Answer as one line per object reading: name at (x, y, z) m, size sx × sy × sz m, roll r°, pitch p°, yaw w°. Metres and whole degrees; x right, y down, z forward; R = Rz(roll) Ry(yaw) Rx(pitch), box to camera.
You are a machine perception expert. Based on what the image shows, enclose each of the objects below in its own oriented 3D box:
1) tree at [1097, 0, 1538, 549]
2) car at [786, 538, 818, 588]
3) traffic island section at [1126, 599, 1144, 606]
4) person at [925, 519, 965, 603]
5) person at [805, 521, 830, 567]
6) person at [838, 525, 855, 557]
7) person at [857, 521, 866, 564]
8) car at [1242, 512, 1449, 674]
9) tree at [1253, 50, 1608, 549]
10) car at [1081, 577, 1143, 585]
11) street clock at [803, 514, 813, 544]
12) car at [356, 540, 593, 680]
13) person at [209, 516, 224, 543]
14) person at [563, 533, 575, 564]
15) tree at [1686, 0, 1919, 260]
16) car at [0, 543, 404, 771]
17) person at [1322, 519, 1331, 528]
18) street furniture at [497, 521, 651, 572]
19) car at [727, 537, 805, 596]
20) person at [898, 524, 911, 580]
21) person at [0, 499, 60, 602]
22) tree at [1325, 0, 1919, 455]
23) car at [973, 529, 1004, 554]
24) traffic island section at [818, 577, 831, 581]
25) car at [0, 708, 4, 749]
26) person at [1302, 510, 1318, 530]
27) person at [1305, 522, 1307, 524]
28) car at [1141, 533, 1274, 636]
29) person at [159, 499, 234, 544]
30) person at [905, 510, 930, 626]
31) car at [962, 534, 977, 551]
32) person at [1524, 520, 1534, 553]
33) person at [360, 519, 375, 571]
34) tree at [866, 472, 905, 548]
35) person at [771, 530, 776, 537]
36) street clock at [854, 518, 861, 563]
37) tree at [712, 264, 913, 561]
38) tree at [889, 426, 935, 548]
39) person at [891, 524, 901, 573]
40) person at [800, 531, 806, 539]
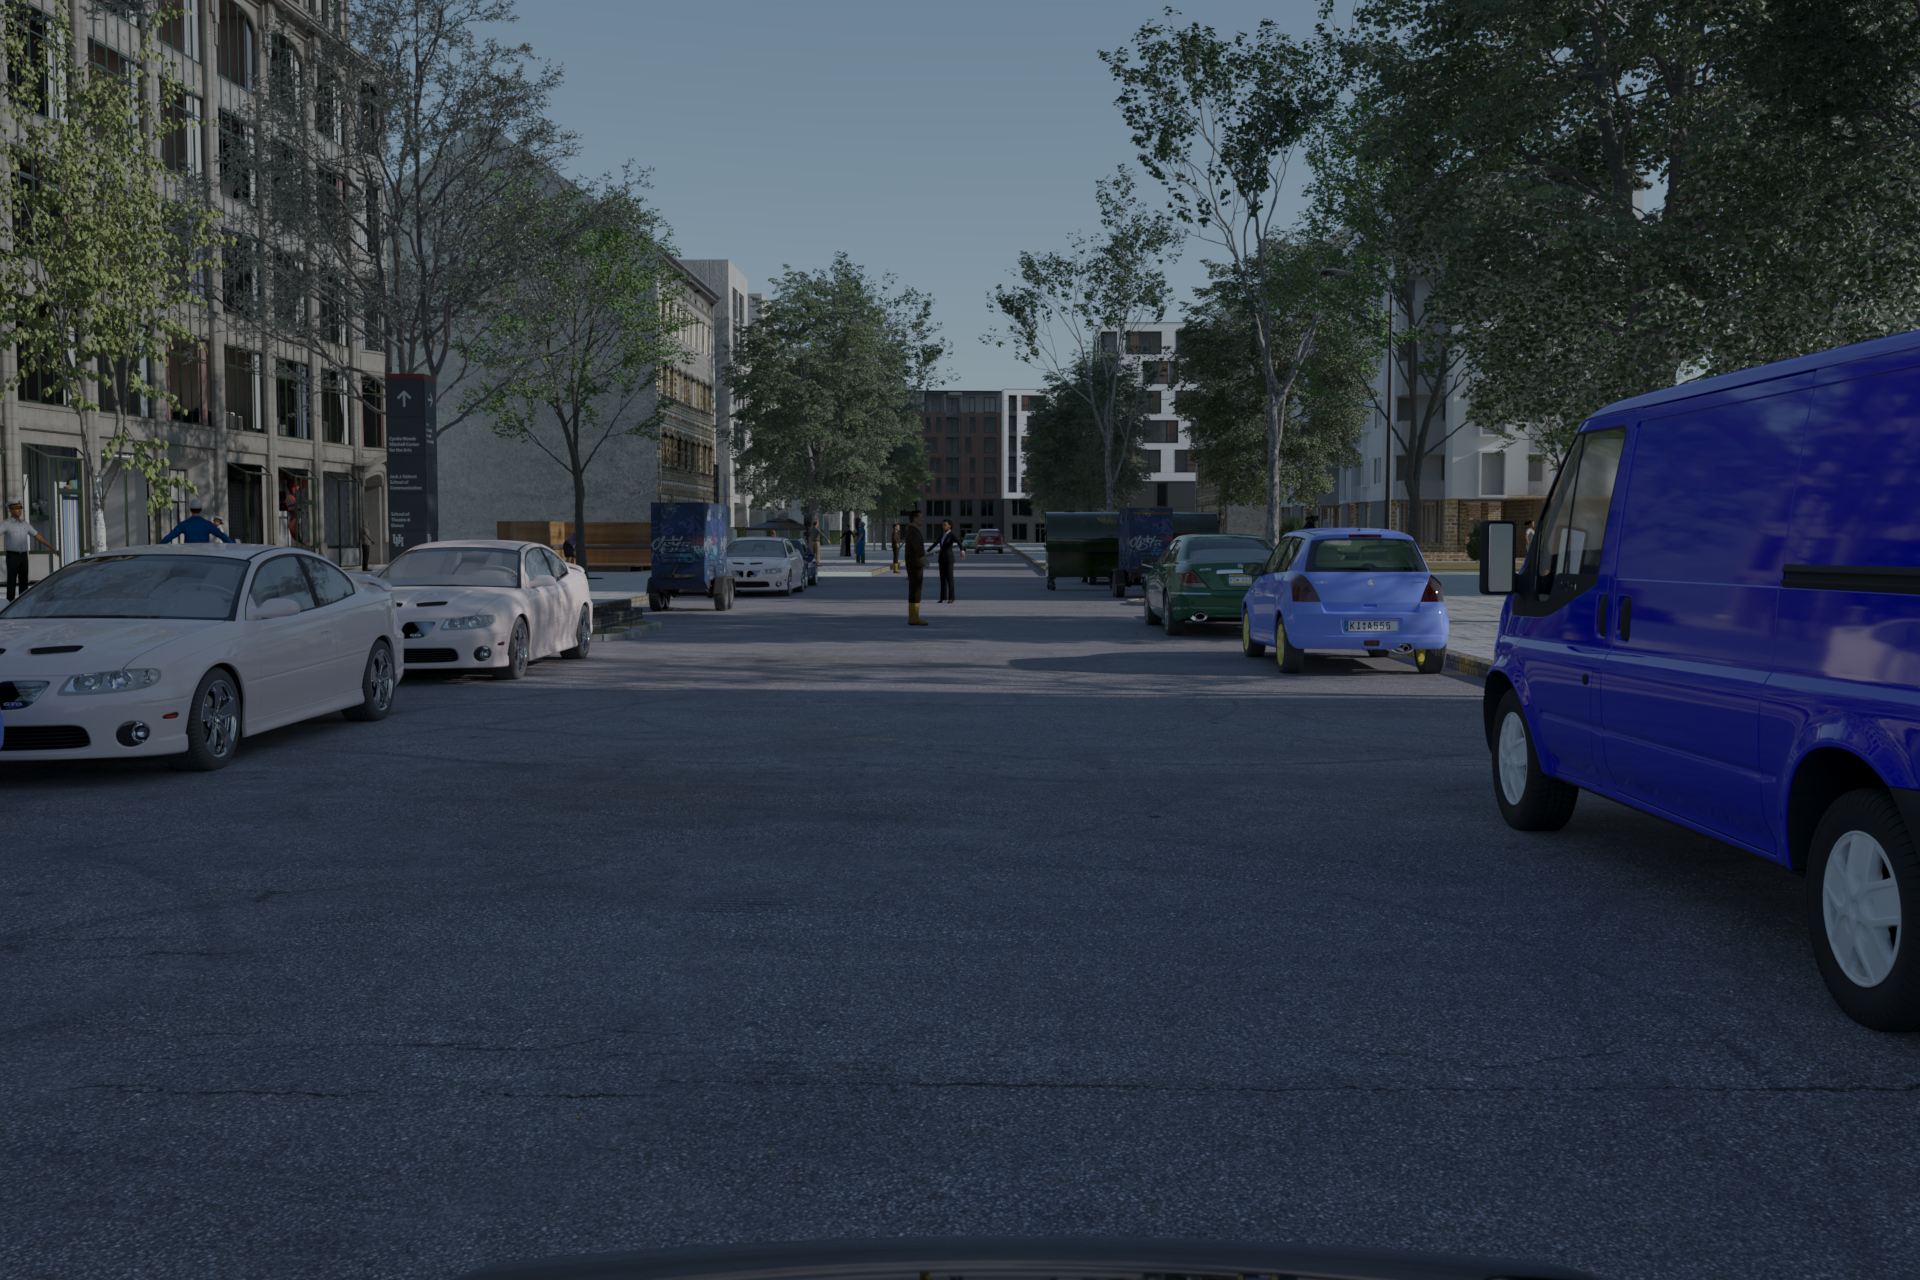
tree at (11.052, -12.149, 54.523) m, size 12.611 × 20.169 × 13.585 m, roll 0°, pitch 3°, yaw 0°
car at (-4.865, -2.097, 46.872) m, size 1.945 × 1.354 × 3.894 m, roll 0°, pitch 4°, yaw 1°
traffic island section at (4.411, -0.759, 35.277) m, size 1.991 × 0.108 × 1.994 m, roll 0°, pitch 4°, yaw 1°
person at (-0.329, -1.631, 35.848) m, size 1.216 × 1.740 × 0.721 m, roll 3°, pitch 5°, yaw 44°
person at (-5.656, -3.780, 68.082) m, size 1.348 × 1.796 × 0.705 m, roll 3°, pitch 4°, yaw 37°
person at (-6.386, -5.641, 98.423) m, size 1.347 × 1.806 × 0.705 m, roll 3°, pitch 5°, yaw 43°
person at (-4.177, -4.117, 73.437) m, size 0.704 × 1.817 × 1.347 m, roll 0°, pitch 4°, yaw 4°
car at (4.143, -0.581, 19.092) m, size 1.945 × 1.707 × 3.694 m, roll 0°, pitch 4°, yaw 1°
tree at (9.995, -6.848, 37.725) m, size 9.928 × 11.665 × 9.643 m, roll 0°, pitch 3°, yaw 0°
car at (4.495, -2.515, 50.158) m, size 2.155 × 1.783 × 4.494 m, roll 0°, pitch 4°, yaw 0°
street clock at (-5.383, -3.466, 61.246) m, size 0.358 × 2.002 × 0.471 m, roll 0°, pitch 4°, yaw 3°
car at (-5.231, -0.378, 18.549) m, size 2.083 × 1.381 × 4.827 m, roll 0°, pitch 4°, yaw 1°
person at (-20.047, -2.455, 46.602) m, size 0.721 × 1.778 × 1.216 m, roll -2°, pitch 4°, yaw -35°
person at (-12.329, -2.810, 55.221) m, size 0.697 × 1.427 × 0.421 m, roll 2°, pitch 4°, yaw 27°
tree at (9.540, -4.879, 14.188) m, size 7.601 × 10.594 × 8.767 m, roll -2°, pitch 4°, yaw -23°
car at (-5.381, 0.023, 11.987) m, size 2.083 × 1.381 × 4.827 m, roll 0°, pitch 4°, yaw 1°
person at (11.229, -2.830, 53.048) m, size 1.217 × 1.736 × 0.721 m, roll 1°, pitch 4°, yaw 22°
street furniture at (-13.986, -3.444, 63.156) m, size 11.010 × 1.723 × 9.812 m, roll 1°, pitch 4°, yaw 8°
car at (-4.804, -1.777, 41.414) m, size 2.083 × 1.381 × 4.827 m, roll 0°, pitch 4°, yaw 1°
person at (-1.650, -2.721, 53.742) m, size 0.721 × 1.733 × 1.217 m, roll 1°, pitch 4°, yaw 21°
person at (-15.372, -1.375, 28.267) m, size 0.704 × 1.855 × 1.343 m, roll 2°, pitch 4°, yaw 26°
tree at (10.036, -7.206, 24.480) m, size 9.857 × 13.997 × 8.962 m, roll 0°, pitch 3°, yaw 0°
car at (2.105, -7.198, 126.358) m, size 2.281 × 1.827 × 5.304 m, roll 0°, pitch 3°, yaw 0°
traffic island section at (-4.994, -1.864, 53.337) m, size 1.991 × 0.108 × 1.994 m, roll 0°, pitch 4°, yaw 1°
car at (-5.770, 0.143, 7.260) m, size 1.945 × 1.707 × 3.694 m, roll 0°, pitch 4°, yaw 1°
person at (8.166, -2.097, 40.155) m, size 0.704 × 1.845 × 1.351 m, roll 2°, pitch 4°, yaw 27°
person at (16.464, -4.677, 82.243) m, size 0.705 × 1.856 × 1.354 m, roll 2°, pitch 4°, yaw 32°
car at (3.823, -0.859, 25.849) m, size 2.131 × 1.459 × 4.920 m, roll 0°, pitch 4°, yaw 0°
person at (-12.162, -1.329, 27.610) m, size 1.347 × 1.842 × 0.705 m, roll -2°, pitch 4°, yaw -24°
person at (-0.671, -1.140, 27.234) m, size 0.704 × 1.812 × 1.346 m, roll -1°, pitch 4°, yaw -8°
car at (1.121, -8.280, 144.171) m, size 1.959 × 1.807 × 4.718 m, roll 0°, pitch 4°, yaw 1°
person at (18.733, -3.048, 56.609) m, size 0.721 × 1.739 × 1.217 m, roll 3°, pitch 4°, yaw 38°
person at (-20.409, -3.267, 59.551) m, size 0.705 × 1.813 × 1.348 m, roll -2°, pitch 4°, yaw -33°
tree at (-6.286, -11.923, 145.309) m, size 4.737 × 8.622 × 4.395 m, roll 0°, pitch 3°, yaw 0°
person at (-7.074, -3.425, 65.260) m, size 0.991 × 1.433 × 0.599 m, roll -2°, pitch 4°, yaw -32°
street clock at (-4.549, -4.453, 77.375) m, size 0.358 × 2.002 × 0.471 m, roll 0°, pitch 4°, yaw 2°
tree at (-6.956, -10.790, 83.076) m, size 9.857 × 13.997 × 8.962 m, roll 0°, pitch 3°, yaw 0°
tree at (-6.015, -14.368, 160.676) m, size 9.928 × 11.665 × 9.643 m, roll 0°, pitch 3°, yaw 0°
person at (-2.314, -3.355, 63.443) m, size 0.704 × 1.812 × 1.346 m, roll 0°, pitch 3°, yaw 0°
person at (-8.242, -5.227, 91.640) m, size 0.705 × 1.806 × 1.347 m, roll -1°, pitch 4°, yaw -20°
